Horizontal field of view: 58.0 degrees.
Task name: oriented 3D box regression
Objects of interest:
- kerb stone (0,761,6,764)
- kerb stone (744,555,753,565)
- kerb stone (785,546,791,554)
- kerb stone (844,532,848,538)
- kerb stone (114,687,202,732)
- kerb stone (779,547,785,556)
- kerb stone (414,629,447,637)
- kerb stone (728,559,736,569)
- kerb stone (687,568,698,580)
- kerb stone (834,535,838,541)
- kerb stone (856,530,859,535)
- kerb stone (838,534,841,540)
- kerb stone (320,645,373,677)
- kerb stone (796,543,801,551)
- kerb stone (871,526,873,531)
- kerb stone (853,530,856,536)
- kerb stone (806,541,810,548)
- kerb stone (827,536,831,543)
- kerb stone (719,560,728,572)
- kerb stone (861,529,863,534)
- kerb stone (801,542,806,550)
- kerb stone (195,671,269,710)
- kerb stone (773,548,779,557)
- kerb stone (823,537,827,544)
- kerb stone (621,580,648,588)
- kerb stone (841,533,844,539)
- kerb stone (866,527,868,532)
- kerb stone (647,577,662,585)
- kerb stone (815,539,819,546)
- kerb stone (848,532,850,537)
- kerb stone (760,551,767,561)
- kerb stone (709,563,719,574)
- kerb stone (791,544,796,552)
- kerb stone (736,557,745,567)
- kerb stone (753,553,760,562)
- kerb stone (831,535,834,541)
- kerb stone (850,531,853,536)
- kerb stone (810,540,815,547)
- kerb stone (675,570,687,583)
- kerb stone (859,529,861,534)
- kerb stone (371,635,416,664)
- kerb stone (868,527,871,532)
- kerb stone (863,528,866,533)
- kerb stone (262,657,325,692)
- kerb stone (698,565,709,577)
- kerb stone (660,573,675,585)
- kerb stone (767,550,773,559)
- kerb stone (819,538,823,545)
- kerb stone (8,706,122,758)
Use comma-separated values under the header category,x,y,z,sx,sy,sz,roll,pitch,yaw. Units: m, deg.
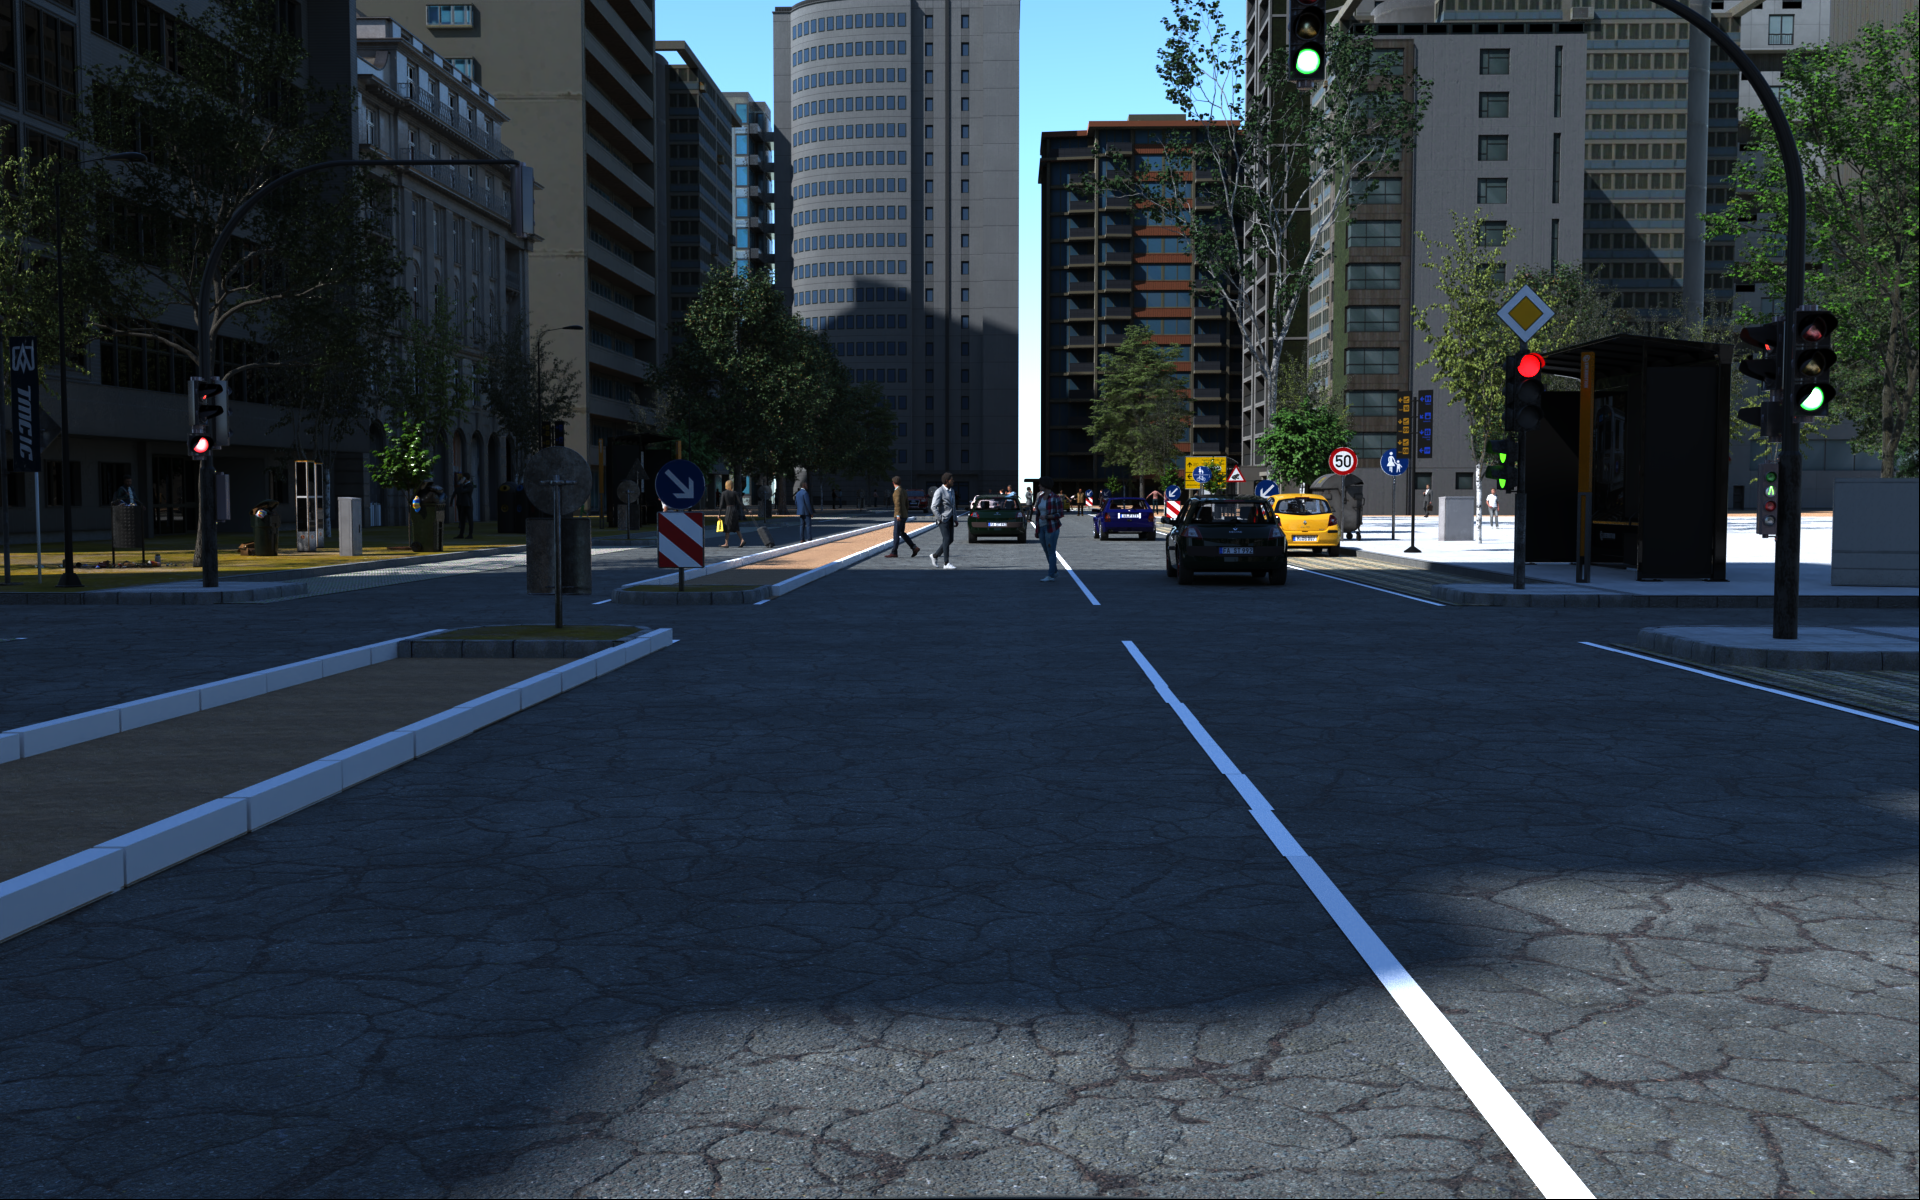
category,x,y,z,sx,sy,sz,roll,pitch,yaw
kerb stone,-5.128,0.823,8.811,0.120,0.150,1.000,0,4,2
kerb stone,-4.378,-0.786,35.039,0.120,0.150,1.000,0,4,2
kerb stone,-4.212,-1.162,41.202,0.120,0.150,1.000,0,4,2
kerb stone,-3.792,-2.037,55.545,0.120,0.150,1.000,0,4,2
kerb stone,-5.063,0.693,10.862,0.120,0.150,1.000,0,4,2
kerb stone,-4.234,-1.100,40.180,0.120,0.150,1.000,0,4,2
kerb stone,-4.916,0.383,15.981,0.120,0.150,1.000,0,4,2
kerb stone,-4.449,-0.660,32.993,0.120,0.150,1.000,0,4,2
kerb stone,-4.557,-0.409,28.889,0.120,0.150,1.000,0,4,2
kerb stone,-3.893,-1.852,52.480,0.120,0.150,1.000,0,4,2
kerb stone,-3.684,-2.282,59.636,0.120,0.150,1.000,0,4,2
kerb stone,-3.861,-1.915,53.502,0.120,0.150,1.000,0,4,2
kerb stone,-4.988,0.505,13.938,0.120,0.150,1.000,0,4,2
kerb stone,-4.158,-1.283,43.250,0.120,0.150,1.000,0,4,2
kerb stone,-3.519,-2.663,65.801,0.120,0.150,1.000,0,4,2
kerb stone,-3.716,-2.227,58.614,0.120,0.150,1.000,0,4,2
kerb stone,-4.096,-1.408,45.294,0.120,0.150,1.000,0,4,2
kerb stone,-3.947,-1.727,50.436,0.120,0.150,1.000,0,4,2
kerb stone,-4.472,-0.598,31.971,0.120,0.150,1.000,0,4,2
kerb stone,-3.629,-2.414,61.688,0.120,0.150,1.000,0,4,2
kerb stone,-4.125,-1.349,44.272,0.120,0.150,1.000,0,4,2
kerb stone,-5.032,0.631,11.884,0.120,0.150,1.000,0,4,2
kerb stone,-4.263,-1.036,39.138,0.120,0.150,1.000,0,4,2
kerb stone,-3.983,-1.663,49.414,0.120,0.150,1.000,0,4,2
kerb stone,-4.673,-0.159,24.788,0.120,0.150,1.000,0,4,2
kerb stone,-3.830,-1.977,54.524,0.120,0.150,1.000,0,4,2
kerb stone,-3.574,-2.541,63.747,0.120,0.150,1.000,0,4,2
kerb stone,-4.644,-0.221,25.809,0.120,0.150,1.000,0,4,2
kerb stone,-4.031,-1.538,47.356,0.120,0.150,1.000,0,4,2
kerb stone,-3.780,-2.095,56.570,0.120,0.150,1.000,0,4,2
kerb stone,-4.328,-0.911,37.093,0.120,0.150,1.000,0,4,2
kerb stone,-4.494,-0.535,30.949,0.120,0.150,1.000,0,4,2
kerb stone,-4.179,-1.225,42.228,0.120,0.150,1.000,0,4,2
kerb stone,-4.414,-0.718,34.015,0.120,0.150,1.000,0,4,2
kerb stone,-4.356,-0.848,36.068,0.120,0.150,1.000,0,4,2
kerb stone,-3.930,-1.785,51.459,0.120,0.150,1.000,0,4,2
kerb stone,-3.752,-2.157,57.593,0.120,0.150,1.000,0,4,2
kerb stone,-4.068,-1.476,46.326,0.120,0.150,1.000,0,4,2
kerb stone,-4.586,-0.346,27.867,0.120,0.150,1.000,0,4,2
kerb stone,-3.658,-2.353,60.666,0.120,0.150,1.000,0,4,2
kerb stone,-4.955,0.443,14.959,0.120,0.150,1.000,0,4,2
kerb stone,-3.539,-2.604,64.769,0.120,0.150,1.000,0,4,2
kerb stone,-3.600,-2.475,62.722,0.120,0.150,1.000,0,4,2
kerb stone,-5.011,0.569,12.911,0.120,0.150,1.000,0,4,2
kerb stone,-4.534,-0.469,29.920,0.120,0.150,1.000,0,4,2
kerb stone,-4.608,-0.283,26.838,0.120,0.150,1.000,0,4,2
kerb stone,-4.296,-0.974,38.117,0.120,0.150,1.000,0,4,2
kerb stone,-4.006,-1.598,48.387,0.120,0.150,1.000,0,4,2
kerb stone,-5.092,0.756,9.841,0.120,0.150,1.000,0,4,2
